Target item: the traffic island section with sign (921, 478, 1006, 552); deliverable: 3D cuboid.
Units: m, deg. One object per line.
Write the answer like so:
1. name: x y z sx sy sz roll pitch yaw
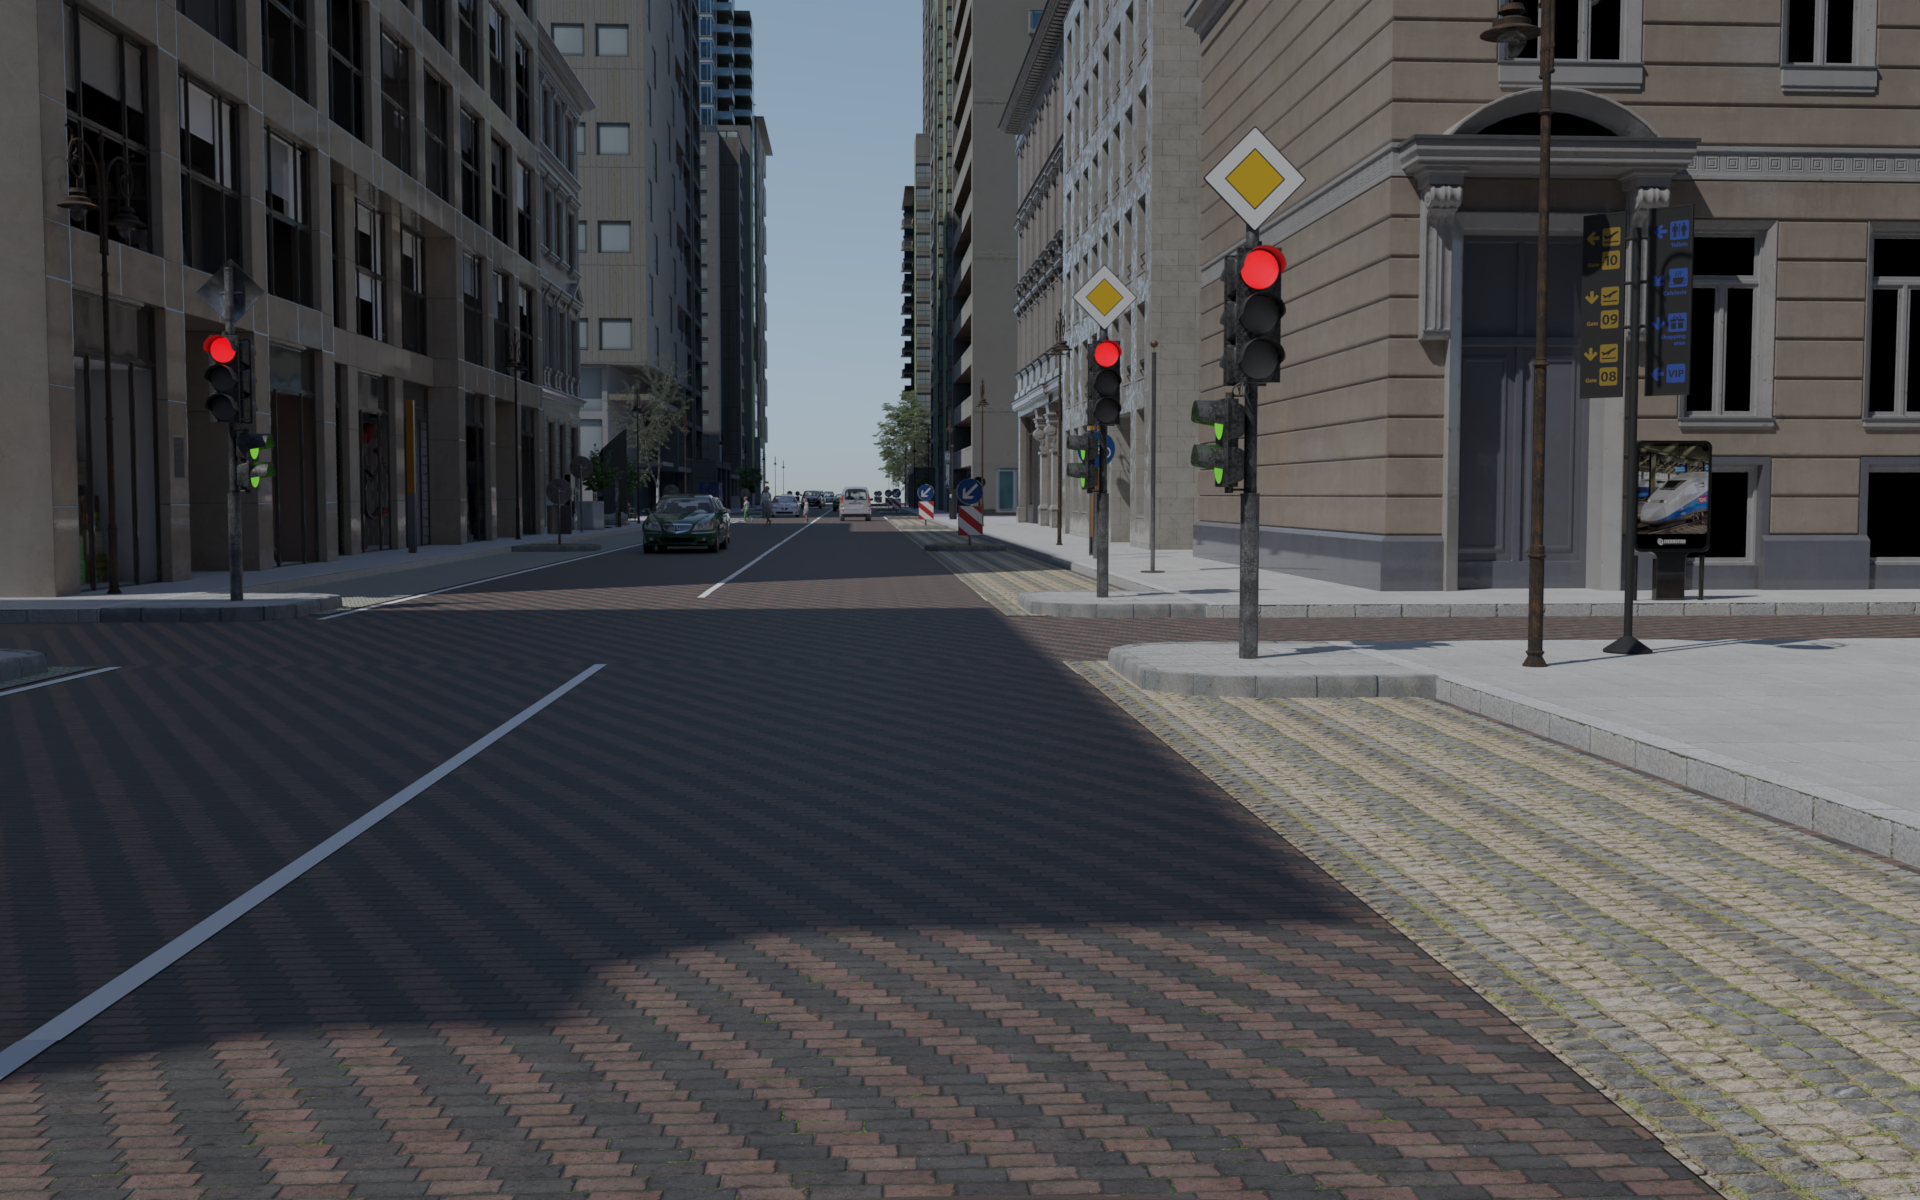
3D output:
1. traffic island section with sign: 0.101 -2.153 43.830 1.989 1.847 2.006 0 4 -3

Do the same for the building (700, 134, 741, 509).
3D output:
1. building: -36.456 -28.330 155.080 32.217 40.220 23.993 0 4 -3

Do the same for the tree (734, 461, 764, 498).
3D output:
1. tree: -21.060 -11.525 172.153 4.285 4.588 4.351 0 3 0

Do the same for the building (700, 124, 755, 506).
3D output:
1. building: -29.626 -30.750 186.362 14.154 41.232 14.086 0 4 -3

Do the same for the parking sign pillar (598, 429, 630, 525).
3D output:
1. parking sign pillar: -14.380 -5.082 71.559 1.447 3.967 1.447 3 4 37

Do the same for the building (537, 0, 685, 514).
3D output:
1. building: -31.744 -31.749 108.342 28.713 52.752 27.495 0 4 -3

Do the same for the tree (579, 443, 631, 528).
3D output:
1. tree: -13.790 -4.329 65.389 1.663 3.219 1.824 0 3 0

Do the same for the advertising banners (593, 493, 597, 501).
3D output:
1. advertising banners: -19.442 -5.858 91.968 0.090 3.025 2.074 0 4 -4

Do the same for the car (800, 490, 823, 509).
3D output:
1. car: -14.548 -9.858 169.852 2.281 1.827 5.304 0 4 -4

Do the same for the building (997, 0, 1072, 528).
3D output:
1. building: 7.045 -13.797 76.492 10.553 20.767 40.483 0 4 -3

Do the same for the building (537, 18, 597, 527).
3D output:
1. building: -20.940 -13.988 64.861 11.583 22.565 21.152 0 4 -3

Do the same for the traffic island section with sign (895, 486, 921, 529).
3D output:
1. traffic island section with sign: -1.529 -3.799 70.736 1.989 1.847 2.006 0 4 -3

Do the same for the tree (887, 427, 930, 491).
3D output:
1. tree: -5.247 -14.164 181.937 4.360 8.622 3.978 0 3 0

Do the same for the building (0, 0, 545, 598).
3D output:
1. building: -21.828 -14.222 37.039 19.350 26.468 34.151 0 4 -3

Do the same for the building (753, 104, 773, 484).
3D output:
1. building: -40.425 -39.634 237.248 28.713 52.752 27.495 0 4 -3

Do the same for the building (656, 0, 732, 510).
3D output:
1. building: -28.316 -42.433 132.038 20.563 71.187 20.611 0 4 -3

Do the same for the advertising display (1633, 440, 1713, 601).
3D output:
1. advertising display: 8.543 -0.956 20.840 0.974 1.923 0.123 0 4 -7

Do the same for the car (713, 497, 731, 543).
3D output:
1. car: -7.599 -2.284 49.706 2.083 1.381 4.827 0 4 -5

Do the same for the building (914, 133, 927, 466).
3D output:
1. building: 1.722 -31.567 199.713 14.154 41.232 14.086 0 4 -3

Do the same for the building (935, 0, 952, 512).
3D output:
1. building: 4.878 -28.126 143.460 14.154 41.232 14.086 0 4 -3

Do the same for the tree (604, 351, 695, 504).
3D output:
1. tree: -15.600 -8.413 87.916 4.360 8.622 3.978 0 3 0

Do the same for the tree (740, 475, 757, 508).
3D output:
1. tree: -19.225 -10.116 159.999 1.663 3.219 1.824 0 3 0

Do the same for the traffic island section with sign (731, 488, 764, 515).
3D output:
1. traffic island section with sign: -14.704 -6.752 119.029 1.989 1.847 2.006 0 4 -3

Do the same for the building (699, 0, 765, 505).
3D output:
1. building: -34.534 -54.719 207.328 22.319 86.520 31.000 0 4 -3

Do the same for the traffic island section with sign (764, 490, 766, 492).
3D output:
1. traffic island section with sign: -16.361 -8.425 146.371 1.989 1.847 2.006 0 4 -3

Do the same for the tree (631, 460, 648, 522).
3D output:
1. tree: -15.391 -5.279 80.917 1.663 3.219 1.824 0 3 0

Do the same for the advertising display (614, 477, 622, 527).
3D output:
1. advertising display: -13.265 -3.793 67.223 0.123 1.923 0.974 -1 4 -22

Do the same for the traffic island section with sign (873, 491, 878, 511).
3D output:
1. traffic island section with sign: -6.215 -8.510 147.767 1.989 1.847 2.006 0 4 -3

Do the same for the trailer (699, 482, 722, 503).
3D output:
1. trailer: -12.025 -4.664 83.304 1.471 1.999 3.904 0 4 -4

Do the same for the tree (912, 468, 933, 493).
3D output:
1. tree: -2.487 -8.133 127.569 1.663 3.219 1.824 0 3 0

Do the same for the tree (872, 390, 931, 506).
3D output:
1. tree: -5.756 -16.546 188.652 7.486 12.596 7.792 0 3 0

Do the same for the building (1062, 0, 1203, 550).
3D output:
1. building: 9.031 -11.817 47.956 10.420 20.320 16.860 0 4 -3

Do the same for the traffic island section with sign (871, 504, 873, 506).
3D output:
1. traffic island section with sign: -9.587 -11.910 203.349 1.989 1.847 2.006 0 4 -3

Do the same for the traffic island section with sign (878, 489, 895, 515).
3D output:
1. traffic island section with sign: -4.526 -6.815 120.058 1.989 1.847 2.006 0 4 -3

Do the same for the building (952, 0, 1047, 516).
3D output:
1. building: 10.720 -29.813 111.145 21.300 48.544 21.600 0 4 -3

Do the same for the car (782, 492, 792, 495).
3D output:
1. car: -18.409 -10.674 184.303 2.009 1.686 4.222 0 4 -4

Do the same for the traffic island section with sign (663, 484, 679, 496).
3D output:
1. traffic island section with sign: -11.764 -3.793 70.639 1.989 1.847 2.006 0 4 -3

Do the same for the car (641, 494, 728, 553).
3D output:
1. car: -6.887 -1.951 43.690 2.131 1.459 4.920 0 4 -3

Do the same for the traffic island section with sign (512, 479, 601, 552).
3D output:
1. traffic island section with sign: -10.109 -2.139 43.604 1.989 1.847 2.006 0 4 -3

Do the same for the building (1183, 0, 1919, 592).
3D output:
1. building: 14.860 -14.850 28.707 20.117 28.700 13.634 0 4 -3

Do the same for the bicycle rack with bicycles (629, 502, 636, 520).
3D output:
1. bicycle rack with bicycles: -16.862 -4.310 83.850 2.852 0.926 2.925 -1 4 -18

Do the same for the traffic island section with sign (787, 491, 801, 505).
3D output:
1. traffic island section with sign: -19.697 -11.775 201.149 1.989 1.847 2.006 0 4 -3

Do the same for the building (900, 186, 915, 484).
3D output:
1. building: 2.951 -35.911 241.765 22.147 44.769 28.867 0 4 -3
